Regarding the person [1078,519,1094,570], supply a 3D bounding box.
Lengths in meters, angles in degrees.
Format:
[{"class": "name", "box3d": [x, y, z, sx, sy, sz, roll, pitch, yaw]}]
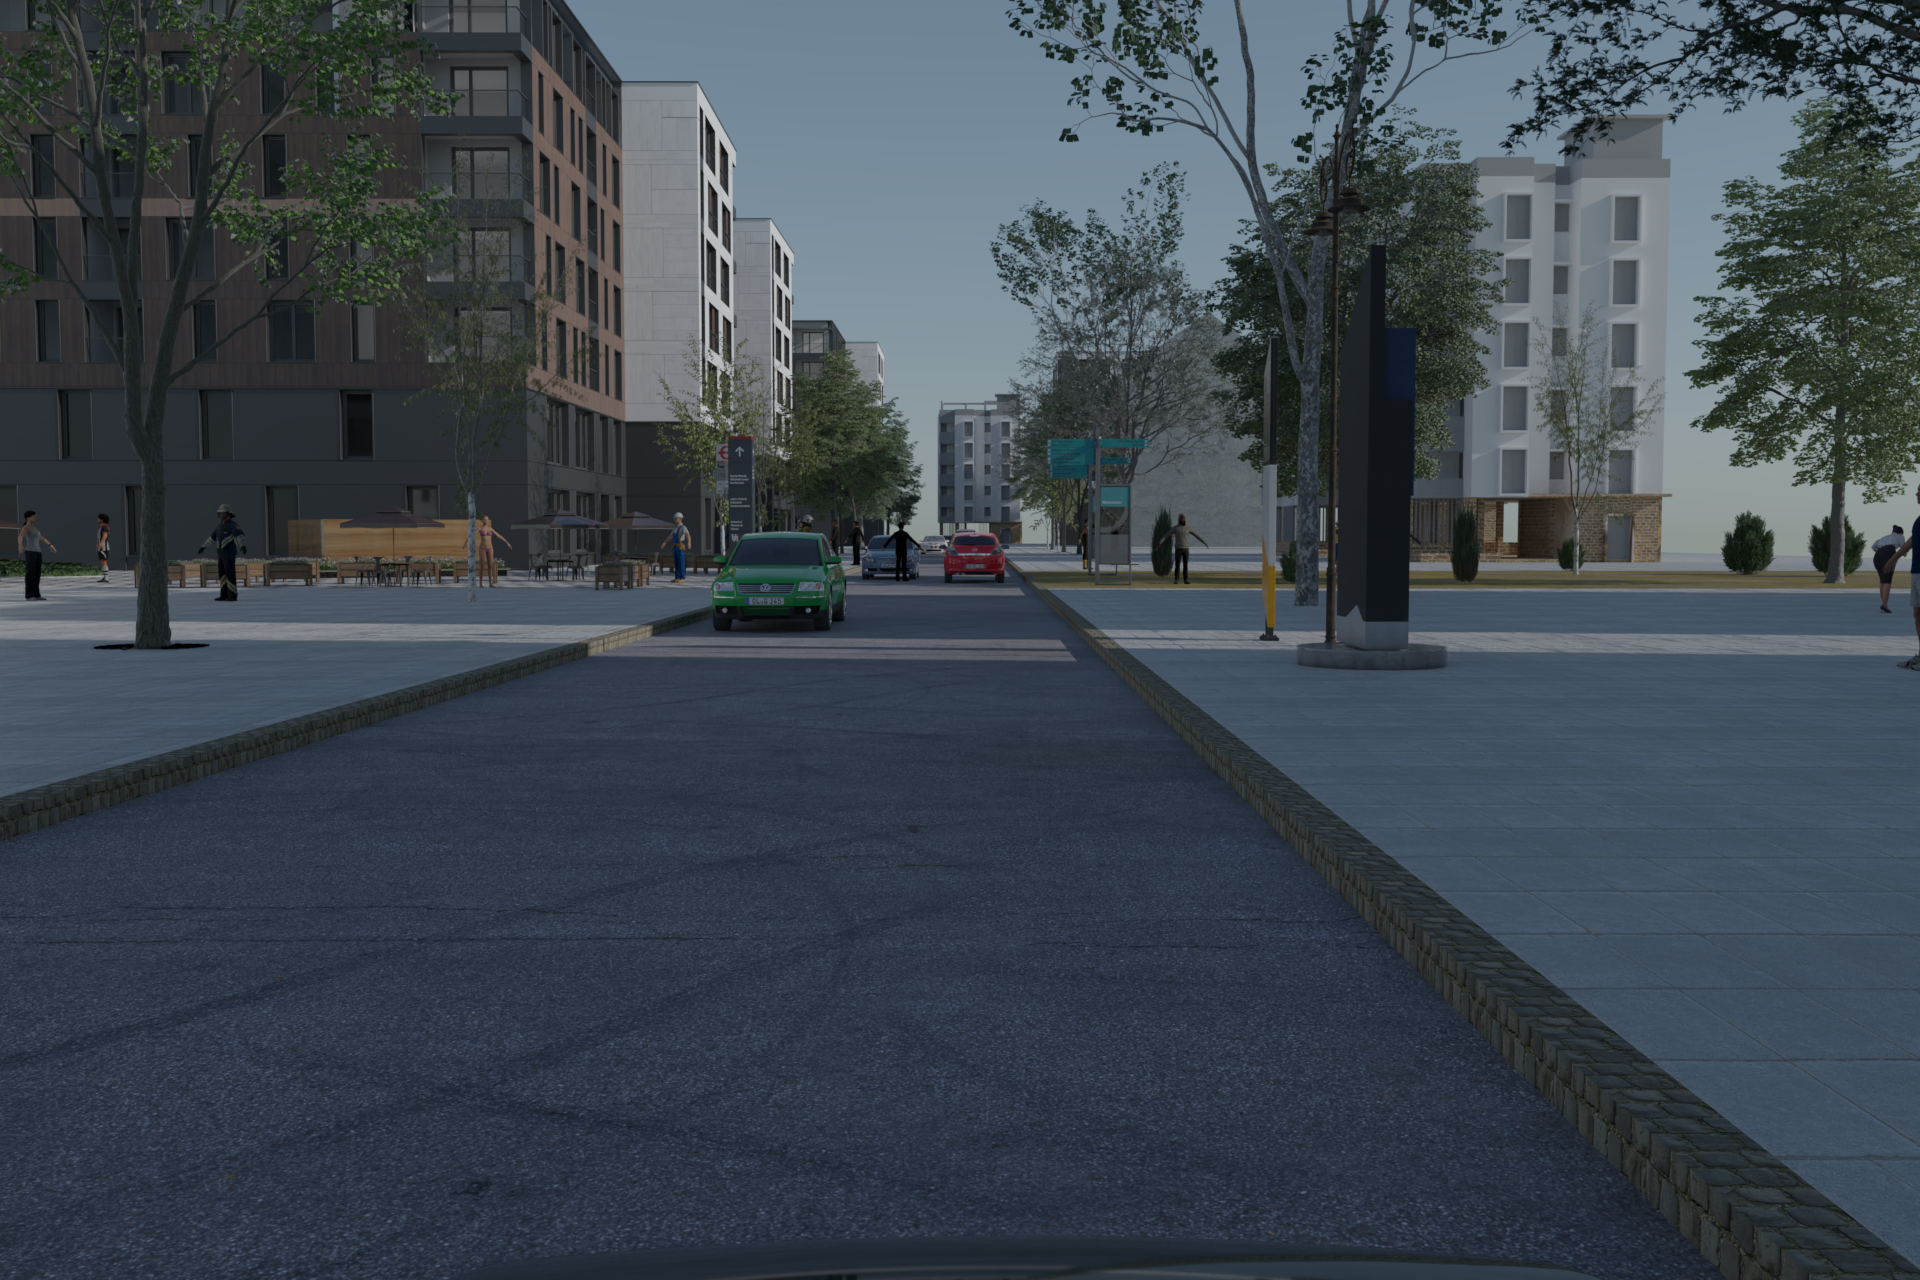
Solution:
[{"class": "person", "box3d": [4.622, -3.456, 62.647, 0.704, 1.812, 1.346, 3, 5, 39]}]

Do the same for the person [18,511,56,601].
[{"class": "person", "box3d": [-17.822, -1.628, 33.430, 0.721, 1.737, 1.217, 0, 4, 1]}]

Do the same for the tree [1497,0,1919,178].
[{"class": "tree", "box3d": [6.391, -4.638, 10.247, 7.601, 10.594, 8.767, -1, 4, -11]}]

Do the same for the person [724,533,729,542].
[{"class": "person", "box3d": [-9.326, -4.023, 72.242, 1.216, 1.772, 0.721, 1, 4, 19]}]

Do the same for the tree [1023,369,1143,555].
[{"class": "tree", "box3d": [7.577, -11.185, 108.627, 9.928, 11.665, 9.643, 0, 3, 0]}]

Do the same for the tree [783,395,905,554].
[{"class": "tree", "box3d": [-7.754, -11.005, 114.337, 8.767, 10.594, 7.601, 0, 4, 1]}]

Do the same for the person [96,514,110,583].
[{"class": "person", "box3d": [-22.655, -2.422, 45.744, 0.704, 1.843, 1.345, -2, 4, -28]}]

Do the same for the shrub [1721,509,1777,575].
[{"class": "shrub", "box3d": [24.900, -3.100, 54.726, 1.661, 2.075, 1.752, 0, 3, 0]}]

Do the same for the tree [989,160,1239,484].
[{"class": "tree", "box3d": [8.397, -14.164, 87.469, 12.611, 20.169, 13.585, 0, 3, 0]}]

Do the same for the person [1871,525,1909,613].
[{"class": "person", "box3d": [15.235, -1.167, 28.318, 0.628, 1.438, 0.799, 1, 4, 17]}]

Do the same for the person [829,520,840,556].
[{"class": "person", "box3d": [-4.552, -3.474, 63.020, 0.704, 1.802, 1.346, 0, 4, 7]}]

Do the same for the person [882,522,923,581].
[{"class": "person", "box3d": [-1.764, -2.680, 52.458, 1.347, 1.806, 0.705, 1, 4, 21]}]

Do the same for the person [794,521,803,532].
[{"class": "person", "box3d": [-6.510, -3.950, 70.767, 1.347, 1.806, 0.705, 0, 4, 5]}]

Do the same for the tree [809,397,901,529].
[{"class": "tree", "box3d": [-7.950, -12.413, 128.708, 9.928, 11.665, 9.643, 0, 3, 0]}]

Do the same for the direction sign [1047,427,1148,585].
[{"class": "direction sign", "box3d": [3.430, -3.301, 42.731, 2.525, 3.948, 1.411, 0, 4, 0]}]

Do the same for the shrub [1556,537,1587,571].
[{"class": "shrub", "box3d": [21.291, -3.009, 60.311, 1.383, 1.207, 1.383, 0, 3, 0]}]

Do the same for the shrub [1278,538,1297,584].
[{"class": "shrub", "box3d": [8.664, -2.042, 44.507, 1.383, 1.207, 1.383, 0, 3, 0]}]

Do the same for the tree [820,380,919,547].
[{"class": "tree", "box3d": [-7.935, -14.169, 138.315, 9.857, 13.997, 8.962, 0, 3, 0]}]

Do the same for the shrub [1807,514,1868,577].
[{"class": "shrub", "box3d": [26.497, -2.931, 52.346, 1.690, 2.028, 1.600, 0, 3, 0]}]

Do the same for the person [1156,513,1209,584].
[{"class": "person", "box3d": [5.683, -2.337, 44.337, 1.348, 1.813, 0.705, 0, 4, -2]}]

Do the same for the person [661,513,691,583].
[{"class": "person", "box3d": [-7.437, -2.435, 45.671, 0.705, 1.847, 1.347, -3, 5, -42]}]

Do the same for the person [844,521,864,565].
[{"class": "person", "box3d": [-4.284, -3.984, 71.080, 0.705, 1.837, 1.347, 2, 4, 31]}]

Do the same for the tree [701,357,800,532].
[{"class": "tree", "box3d": [-8.017, -7.401, 71.372, 4.360, 8.622, 3.978, 0, 3, 0]}]

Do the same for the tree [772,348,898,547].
[{"class": "tree", "box3d": [-7.630, -11.461, 105.516, 7.486, 12.596, 7.792, 0, 3, 0]}]

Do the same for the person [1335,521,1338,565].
[{"class": "person", "box3d": [15.797, -4.055, 72.273, 0.705, 1.833, 1.349, 0, 4, 0]}]

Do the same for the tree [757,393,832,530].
[{"class": "tree", "box3d": [-8.553, -8.582, 90.671, 4.737, 8.622, 4.395, 0, 3, 0]}]

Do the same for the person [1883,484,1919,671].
[{"class": "person", "box3d": [9.107, -0.623, 16.354, 0.704, 1.807, 1.345, 0, 4, 7]}]

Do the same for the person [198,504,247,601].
[{"class": "person", "box3d": [-14.011, -1.662, 33.034, 1.351, 1.845, 0.704, 2, 4, 31]}]

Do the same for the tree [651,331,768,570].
[{"class": "tree", "box3d": [-8.752, -6.834, 62.092, 4.737, 8.622, 4.395, 0, 3, 0]}]

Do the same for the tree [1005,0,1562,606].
[{"class": "tree", "box3d": [5.806, -10.764, 31.884, 12.611, 20.169, 13.585, 0, 3, 0]}]

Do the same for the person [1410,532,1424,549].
[{"class": "person", "box3d": [11.736, -2.458, 46.465, 1.348, 1.796, 0.705, 2, 4, 24]}]

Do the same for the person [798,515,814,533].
[{"class": "person", "box3d": [-4.555, -2.833, 52.088, 0.705, 1.858, 1.354, -1, 4, -21]}]

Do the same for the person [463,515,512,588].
[{"class": "person", "box3d": [-11.339, -2.123, 41.508, 1.217, 1.733, 0.721, -3, 4, -37]}]

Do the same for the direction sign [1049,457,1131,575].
[{"class": "direction sign", "box3d": [4.026, -3.936, 53.117, 2.525, 3.948, 1.411, 0, 4, 0]}]

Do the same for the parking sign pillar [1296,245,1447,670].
[{"class": "parking sign pillar", "box3d": [4.038, -1.739, 16.902, 1.447, 3.967, 1.447, 0, 4, 0]}]

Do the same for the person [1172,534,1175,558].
[{"class": "person", "box3d": [8.859, -3.919, 73.345, 0.599, 1.433, 0.991, 0, 4, -7]}]
